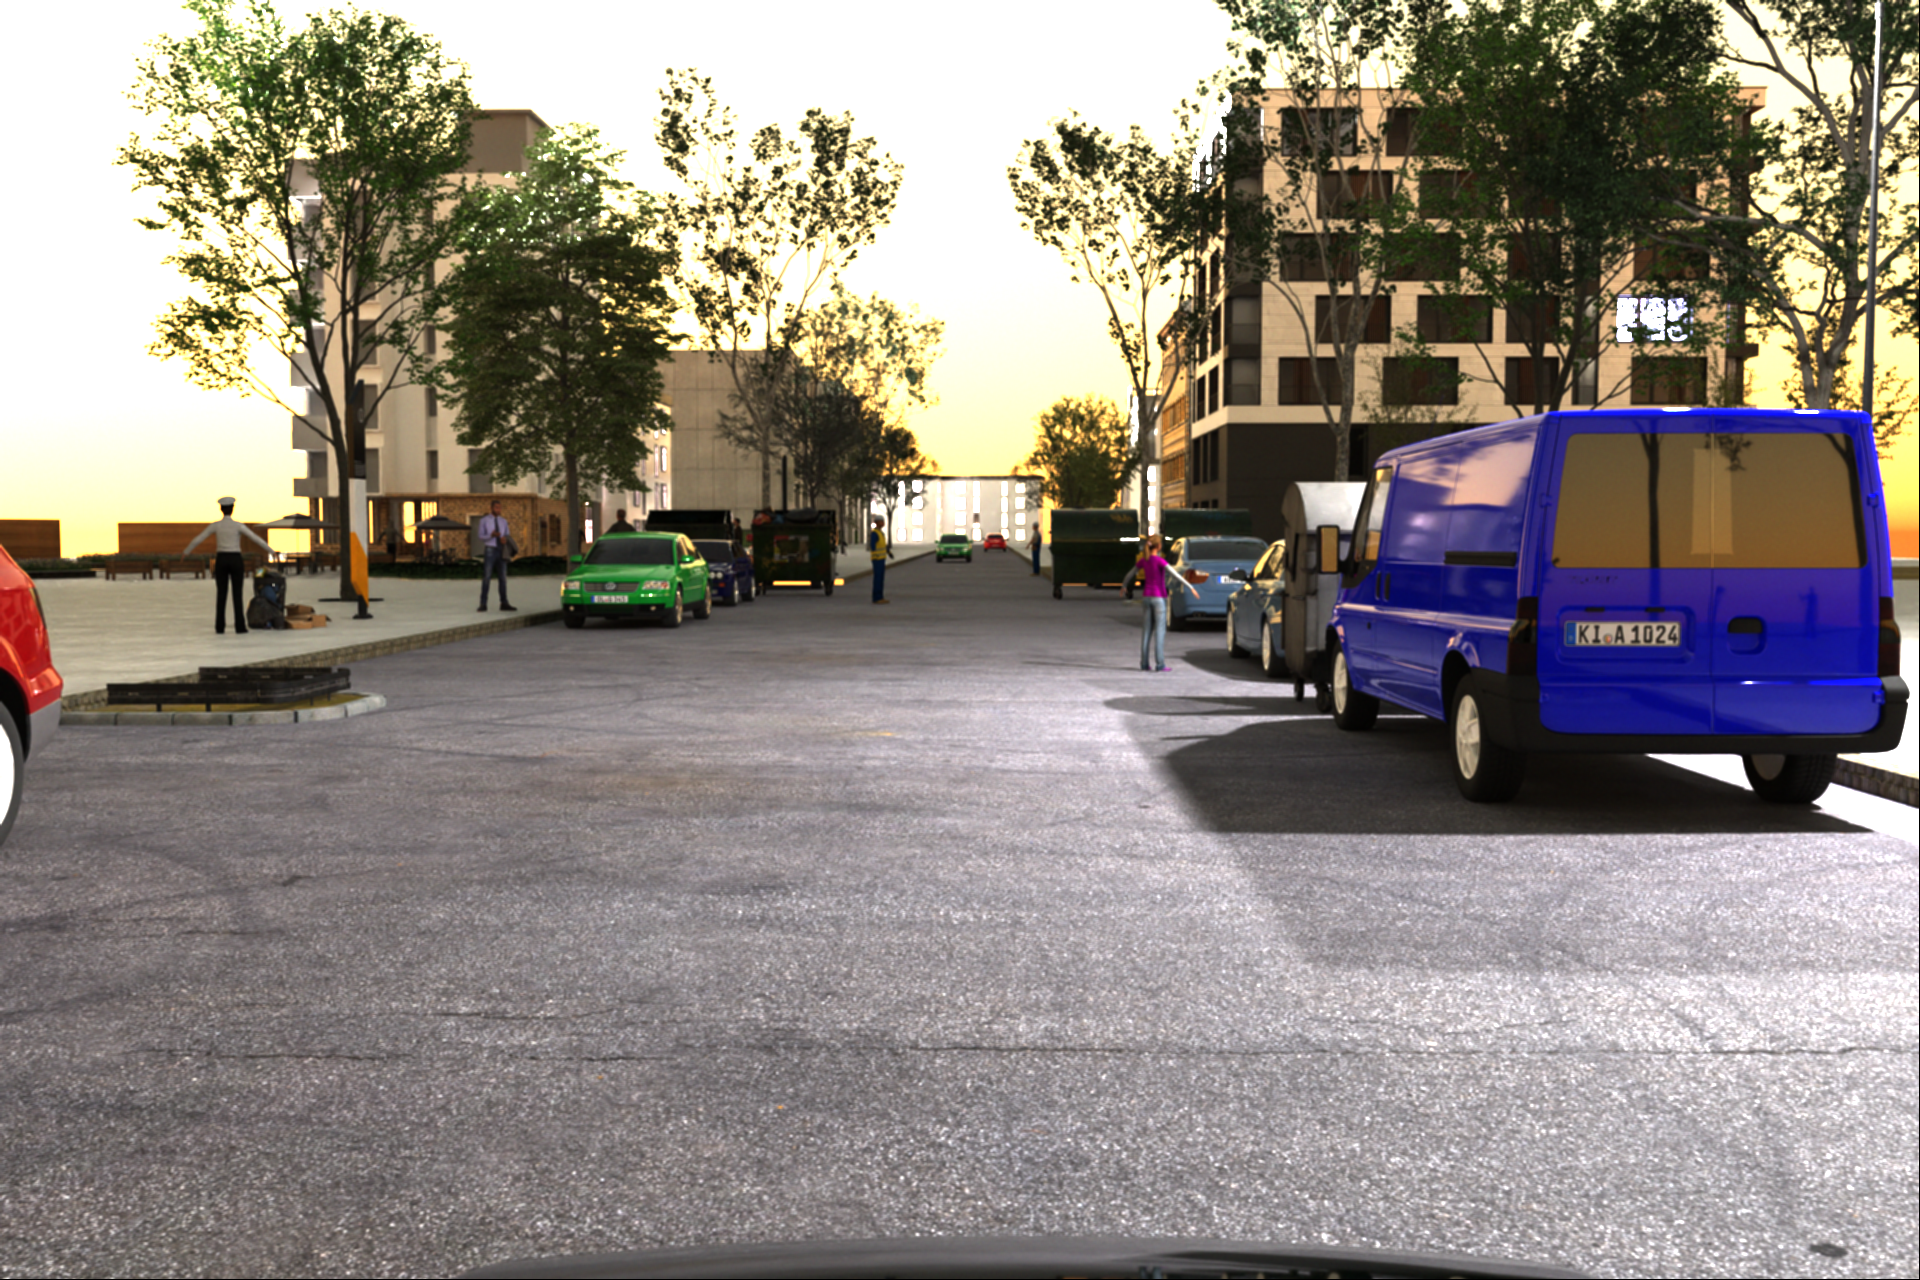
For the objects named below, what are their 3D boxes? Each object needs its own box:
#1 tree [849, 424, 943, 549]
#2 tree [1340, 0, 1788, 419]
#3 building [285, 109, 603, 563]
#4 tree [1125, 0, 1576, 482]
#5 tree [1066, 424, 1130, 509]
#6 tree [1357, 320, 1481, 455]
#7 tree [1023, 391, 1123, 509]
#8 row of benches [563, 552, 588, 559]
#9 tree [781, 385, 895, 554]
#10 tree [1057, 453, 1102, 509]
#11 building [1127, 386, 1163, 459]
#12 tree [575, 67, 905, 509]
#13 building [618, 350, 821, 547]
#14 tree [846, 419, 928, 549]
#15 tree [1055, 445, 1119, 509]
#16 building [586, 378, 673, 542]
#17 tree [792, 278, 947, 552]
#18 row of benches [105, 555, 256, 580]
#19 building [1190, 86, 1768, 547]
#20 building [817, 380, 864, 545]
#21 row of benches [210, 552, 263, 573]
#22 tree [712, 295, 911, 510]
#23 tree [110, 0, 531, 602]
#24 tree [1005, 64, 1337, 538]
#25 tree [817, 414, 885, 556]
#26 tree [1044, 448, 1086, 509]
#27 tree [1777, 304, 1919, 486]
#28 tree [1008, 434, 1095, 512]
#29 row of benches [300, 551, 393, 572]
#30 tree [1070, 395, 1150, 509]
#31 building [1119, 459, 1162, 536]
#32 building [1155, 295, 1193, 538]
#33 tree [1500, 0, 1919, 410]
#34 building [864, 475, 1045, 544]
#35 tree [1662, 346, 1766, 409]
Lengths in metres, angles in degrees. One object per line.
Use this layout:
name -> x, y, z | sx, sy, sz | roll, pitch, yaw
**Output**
tree -> -5.881, -12.814, 143.917 | 8.767, 10.594, 7.601 | -1, 4, -17
tree -> 10.540, -6.443, 31.105 | 9.928, 11.665, 9.643 | 0, 3, 0
building -> -24.060, -13.590, 78.622 | 16.016, 20.090, 11.380 | 0, 4, 1
tree -> 11.086, -11.763, 48.222 | 12.611, 20.169, 13.585 | 0, 3, 0
tree -> 9.018, -10.073, 115.056 | 4.737, 8.622, 4.395 | 0, 3, 0
tree -> 15.275, -6.697, 59.858 | 4.360, 8.622, 3.978 | 0, 3, 0
tree -> 8.304, -12.277, 126.489 | 9.928, 11.665, 9.643 | 0, 3, 0
row of benches -> -13.080, -2.832, 61.761 | 1.422, 0.672, 4.104 | 1, 4, 12
tree -> -7.732, -10.682, 109.059 | 7.601, 10.594, 8.767 | -1, 4, -22
tree -> 9.462, -11.388, 136.552 | 4.737, 8.622, 4.395 | 0, 3, 0
building -> 26.374, -22.270, 220.536 | 16.016, 20.090, 11.380 | 0, 4, 1
tree -> -9.454, -13.226, 72.132 | 12.611, 20.169, 13.585 | 0, 3, 0
building -> -24.308, -19.290, 181.844 | 16.747, 18.905, 31.486 | 0, 4, 0
tree -> -6.343, -13.975, 154.244 | 9.928, 11.665, 9.643 | 0, 3, 0
tree -> 17.737, -20.600, 243.460 | 9.857, 13.997, 8.962 | 0, 3, 0
building -> -22.153, -10.046, 106.398 | 9.099, 9.664, 28.070 | 0, 4, 0
tree -> -6.938, -16.617, 127.575 | 12.611, 20.169, 13.585 | 0, 3, 0
row of benches -> -22.204, -2.091, 49.645 | 4.104, 0.672, 1.422 | -3, 5, -42
building -> 26.518, -15.408, 95.898 | 27.936, 21.610, 32.646 | 0, 4, 1
building -> -21.665, -21.340, 215.366 | 16.747, 18.905, 31.486 | 0, 4, 2
row of benches -> -24.381, -2.632, 58.492 | 1.422, 0.672, 4.104 | 0, 4, -7
tree -> -7.583, -10.961, 89.585 | 12.009, 13.543, 11.850 | 0, 3, 0
tree -> -11.762, -6.552, 32.875 | 9.928, 11.665, 9.643 | 0, 3, 0
tree -> 8.829, -13.062, 69.457 | 12.611, 20.169, 13.585 | 0, 3, 0
tree -> -6.891, -9.179, 100.443 | 4.360, 8.622, 3.978 | 0, 3, 0
tree -> 9.026, -11.936, 145.518 | 4.360, 8.622, 3.978 | 0, 3, 0
tree -> 27.828, -6.396, 54.939 | 4.737, 8.622, 4.395 | 0, 3, 0
tree -> 8.789, -13.403, 153.551 | 8.767, 10.594, 7.601 | -1, 4, -22
row of benches -> -21.422, -2.773, 60.809 | 1.422, 0.672, 4.104 | 1, 4, 23
tree -> 8.209, -8.651, 91.809 | 4.737, 8.622, 4.395 | 0, 3, 0
building -> 23.346, -15.338, 192.916 | 9.099, 9.664, 28.070 | 0, 4, 1
building -> 24.393, -17.847, 122.733 | 19.493, 23.208, 18.063 | 0, 4, 1
tree -> 9.563, -5.213, 19.644 | 7.601, 10.594, 8.767 | -2, 4, -28
building -> -2.458, -18.375, 245.033 | 28.070, 9.664, 9.099 | 1, 4, 10
tree -> 29.142, -7.121, 66.784 | 4.737, 8.622, 4.395 | 0, 3, 0
